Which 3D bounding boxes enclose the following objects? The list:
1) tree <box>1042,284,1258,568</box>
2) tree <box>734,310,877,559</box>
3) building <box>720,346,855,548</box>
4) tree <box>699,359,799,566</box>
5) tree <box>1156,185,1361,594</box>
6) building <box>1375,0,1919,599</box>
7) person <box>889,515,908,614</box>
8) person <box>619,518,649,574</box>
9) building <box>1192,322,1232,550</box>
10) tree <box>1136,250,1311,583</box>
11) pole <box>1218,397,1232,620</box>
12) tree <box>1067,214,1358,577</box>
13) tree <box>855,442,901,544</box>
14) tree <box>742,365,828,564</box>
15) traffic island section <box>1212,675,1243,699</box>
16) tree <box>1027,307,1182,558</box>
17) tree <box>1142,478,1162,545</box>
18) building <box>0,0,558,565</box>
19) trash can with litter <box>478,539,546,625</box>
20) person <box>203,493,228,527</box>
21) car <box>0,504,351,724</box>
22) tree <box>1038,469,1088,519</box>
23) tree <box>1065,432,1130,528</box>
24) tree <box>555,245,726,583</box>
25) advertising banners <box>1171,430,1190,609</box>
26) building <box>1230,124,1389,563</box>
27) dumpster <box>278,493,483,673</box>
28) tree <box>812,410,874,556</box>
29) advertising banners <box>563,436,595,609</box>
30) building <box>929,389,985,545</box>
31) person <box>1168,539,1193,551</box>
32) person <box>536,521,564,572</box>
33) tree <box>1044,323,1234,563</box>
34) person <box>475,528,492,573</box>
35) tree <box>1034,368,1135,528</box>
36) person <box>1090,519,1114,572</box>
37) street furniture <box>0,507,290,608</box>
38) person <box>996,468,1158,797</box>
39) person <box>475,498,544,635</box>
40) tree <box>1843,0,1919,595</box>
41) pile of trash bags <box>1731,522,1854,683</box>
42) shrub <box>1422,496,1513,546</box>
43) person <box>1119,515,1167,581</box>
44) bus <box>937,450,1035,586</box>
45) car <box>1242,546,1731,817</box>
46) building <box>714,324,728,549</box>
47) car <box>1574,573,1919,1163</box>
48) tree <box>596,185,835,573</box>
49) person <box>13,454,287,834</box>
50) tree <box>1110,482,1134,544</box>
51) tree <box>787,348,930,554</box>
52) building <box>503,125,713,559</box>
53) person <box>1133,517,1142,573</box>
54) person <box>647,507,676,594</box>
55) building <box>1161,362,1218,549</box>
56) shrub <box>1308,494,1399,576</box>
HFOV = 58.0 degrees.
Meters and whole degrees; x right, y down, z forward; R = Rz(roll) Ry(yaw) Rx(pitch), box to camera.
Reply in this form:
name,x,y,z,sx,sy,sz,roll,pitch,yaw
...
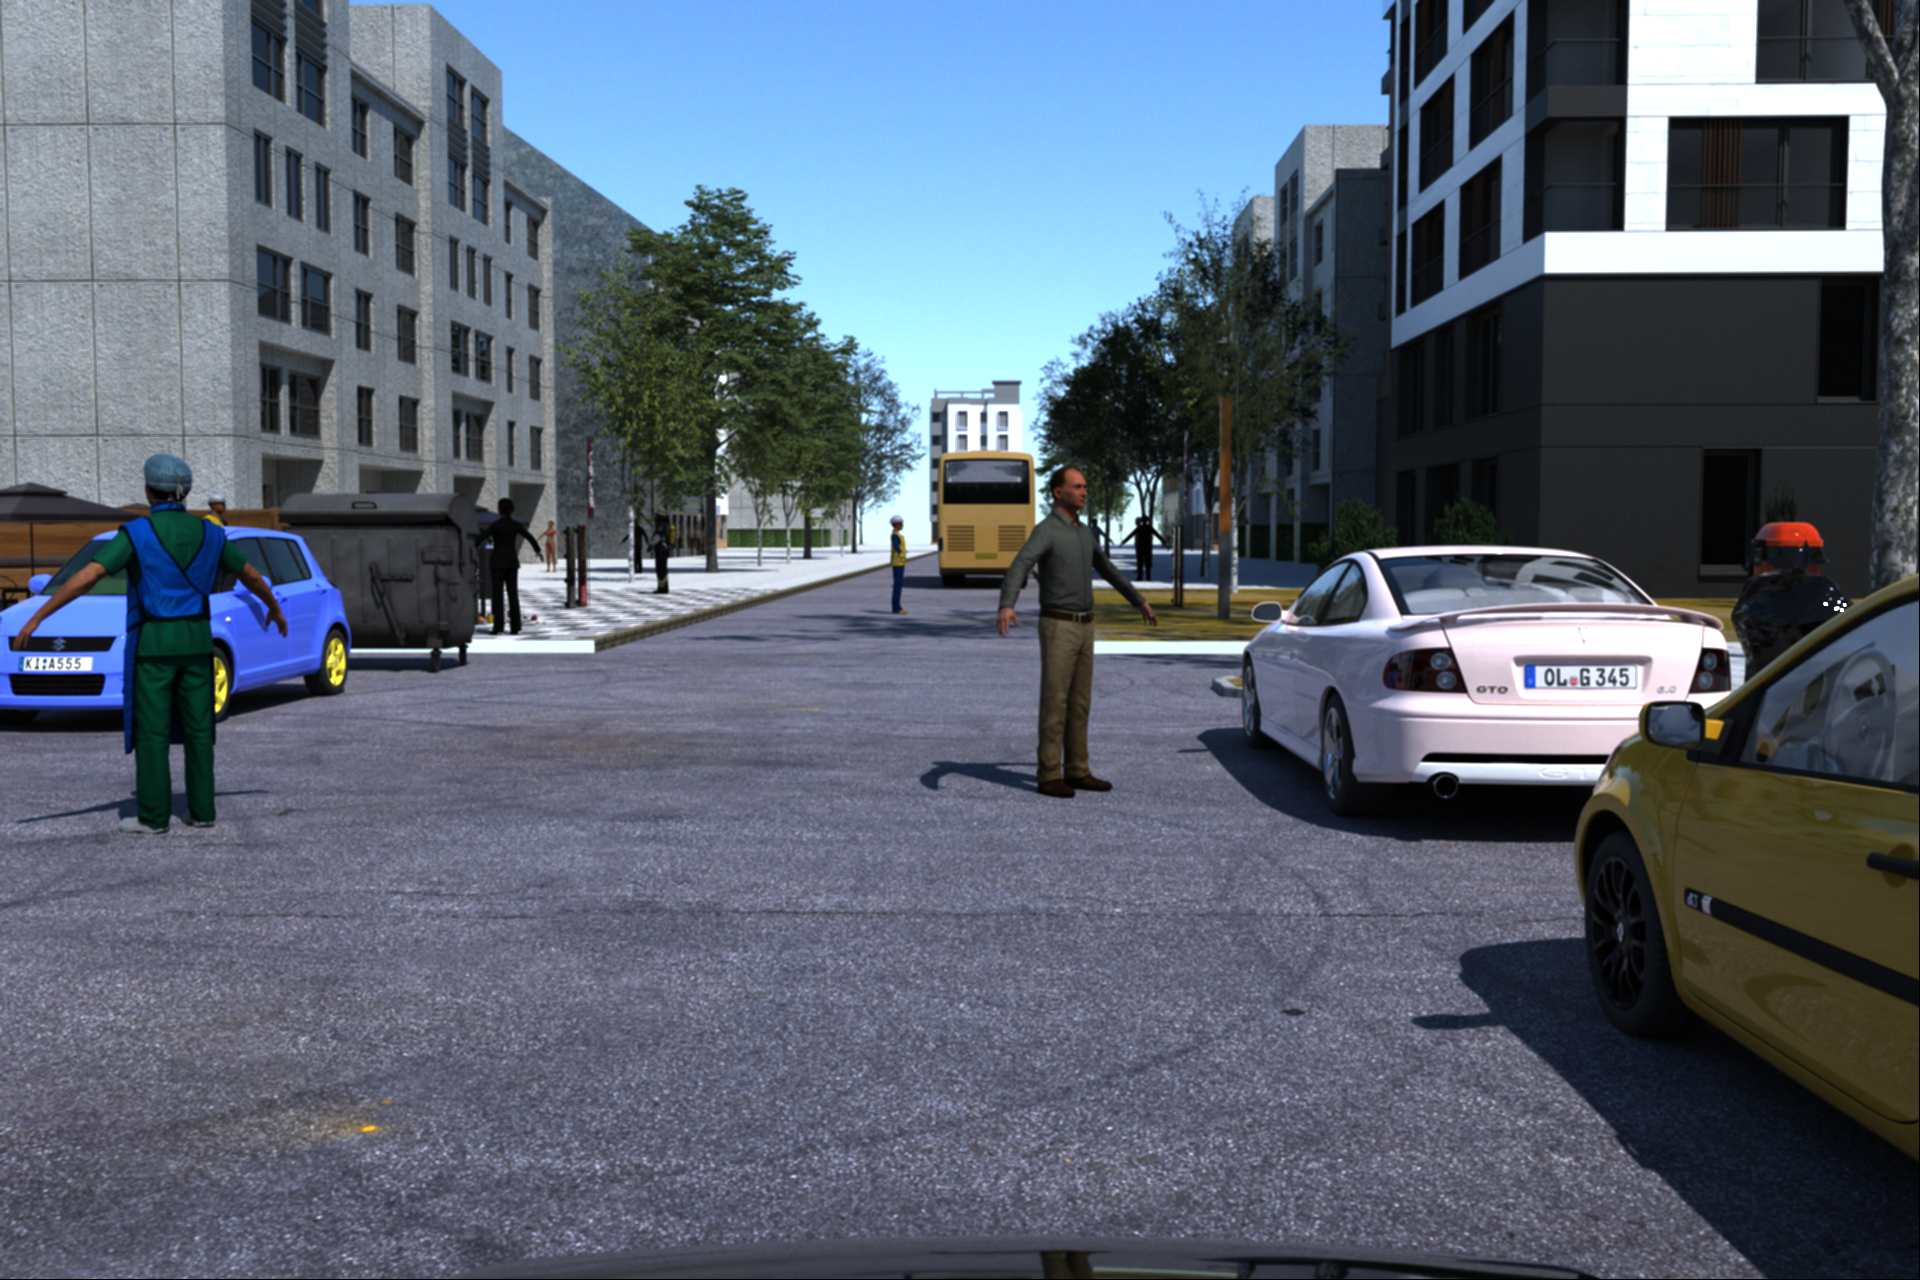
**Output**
name,x,y,z,sx,sy,sz,roll,pitch,yaw
tree,7.145,-8.030,65.698,8.767,10.594,7.601,1,4,10
tree,-7.979,-10.418,88.461,7.486,12.596,7.792,0,3,0
building,-20.862,-19.143,179.439,16.747,18.905,31.486,0,4,2
tree,-7.821,-7.259,69.052,4.360,8.622,3.978,0,3,0
tree,5.824,-5.315,37.257,4.360,8.622,3.978,0,3,0
building,25.955,-12.578,49.618,27.936,21.610,32.646,0,4,2
person,-1.037,-1.358,31.120,0.721,1.772,1.216,0,4,-2
person,-10.537,-3.065,56.332,0.704,1.802,1.346,2,4,32
building,25.149,-17.860,148.432,16.016,20.090,11.380,0,4,1
tree,6.744,-5.811,45.369,4.737,8.622,4.395,0,3,0
pole,3.961,-1.961,25.904,0.158,3.312,0.155,0,3,0
tree,7.322,-7.166,51.584,8.767,10.594,7.601,0,4,6
tree,-12.396,-18.599,214.458,12.009,13.543,11.850,0,3,0
tree,-7.425,-7.590,74.457,4.737,8.622,4.395,0,3,0
traffic island section,3.321,0.439,15.694,1.991,0.108,1.994,0,4,2
tree,8.045,-11.188,93.290,12.009,13.543,11.850,0,3,0
tree,24.803,-15.976,211.568,4.360,8.622,3.978,0,3,0
building,-26.017,-11.739,58.385,16.747,18.905,31.486,0,4,1
trash can with litter,-6.728,-0.883,25.496,1.678,1.210,2.233,0,4,1
person,-10.014,-1.069,23.444,0.705,1.833,1.349,0,4,1
car,-6.409,-0.279,14.146,1.945,1.707,3.694,0,4,1
tree,13.276,-17.241,216.307,7.601,10.594,8.767,0,4,3
tree,8.529,-9.685,108.715,4.737,8.622,4.395,0,3,0
tree,-8.399,-5.807,45.315,4.737,8.622,4.395,0,3,0
advertising banners,3.845,-2.081,30.215,0.090,3.025,2.074,0,4,1
building,23.472,-13.267,83.377,16.747,18.905,31.486,0,4,2
dumpster,-6.129,-0.620,18.345,1.865,1.857,1.264,0,4,1
tree,-6.721,-9.074,98.714,4.360,8.622,3.978,0,3,0
advertising banners,-6.653,-2.093,30.413,0.090,3.025,2.074,0,4,2
building,-3.379,-21.907,217.054,11.380,20.090,16.016,0,4,-3
person,6.656,-2.645,52.505,0.599,1.433,0.991,-3,5,-41
person,-13.839,-3.154,58.364,1.217,1.733,0.721,1,4,23
tree,8.121,-8.638,75.646,8.767,10.594,7.601,0,4,-7
person,-15.716,-3.080,56.300,1.347,1.837,0.705,1,4,21
tree,8.807,-12.275,118.820,7.486,12.596,7.792,0,3,0
person,4.604,-3.228,58.965,1.347,1.806,0.705,-1,4,-22
street furniture,-13.951,-1.498,31.340,11.010,1.723,9.812,2,4,30
person,0.612,-0.052,9.573,0.705,1.796,1.348,3,5,42
person,-5.832,-0.938,22.054,1.216,1.740,0.721,-3,5,-44
tree,7.676,-9.842,16.808,12.611,20.169,13.585,0,3,0
pile of trash bags,6.220,-0.125,11.799,1.912,1.369,3.447,0,4,1
shrub,9.791,-1.776,33.463,1.690,2.028,1.600,0,3,0
person,5.017,-2.510,47.227,1.347,1.806,0.705,-1,4,-10
bus,0.697,-3.615,50.646,2.896,3.916,12.252,0,4,0
car,2.835,0.135,10.156,2.083,1.381,4.827,0,4,1
building,-25.665,-17.312,139.468,16.016,20.090,11.380,0,4,1
car,2.708,0.394,3.782,2.015,1.641,3.980,0,4,1
tree,-7.969,-8.465,56.529,7.486,12.596,7.792,0,3,0
person,-3.841,0.012,8.388,0.704,1.817,1.347,3,4,38
tree,19.997,-16.322,217.221,4.737,8.622,4.395,0,3,0
tree,-6.891,-12.436,113.703,12.009,13.543,11.850,0,3,0
building,-24.632,-16.285,97.184,19.493,23.208,18.063,0,4,2
person,5.870,-3.136,57.129,0.705,1.847,1.347,0,4,5
person,-6.416,-1.915,37.086,0.705,1.856,1.354,0,4,5
building,28.791,-20.130,160.054,19.493,23.208,18.063,0,4,2
shrub,7.330,-1.696,32.148,1.690,2.028,1.600,0,3,0
